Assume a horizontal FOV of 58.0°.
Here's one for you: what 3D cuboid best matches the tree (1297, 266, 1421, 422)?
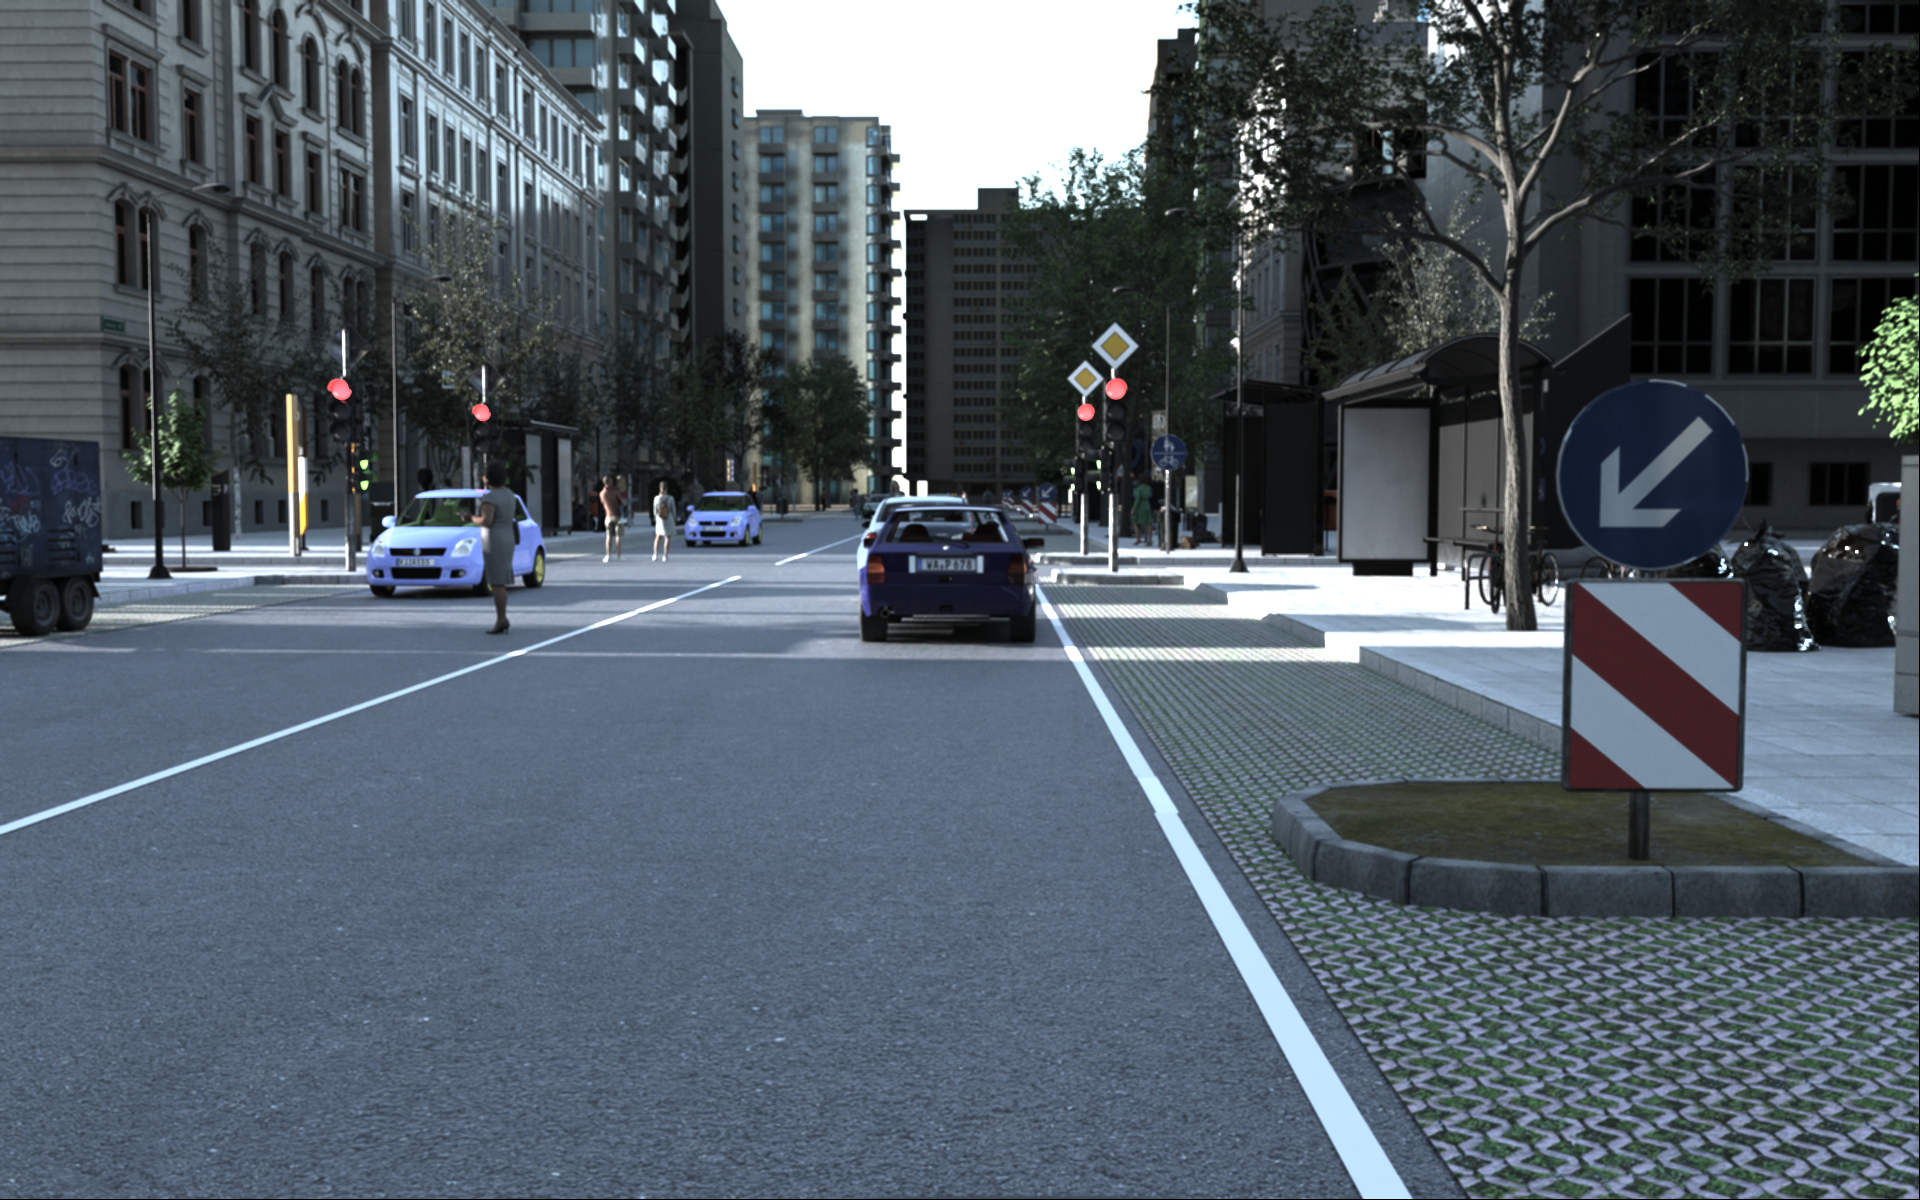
[{"bbox_3d":[13.211,-6.501,56.661,4.737,8.622,4.395,0,3,0],"label":"tree"}]

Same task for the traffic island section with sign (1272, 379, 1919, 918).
[{"bbox_3d":[2.296,0.114,6.768,1.989,1.847,2.006,0,4,1],"label":"traffic island section with sign"}]

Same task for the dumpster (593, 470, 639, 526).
[{"bbox_3d":[-13.918,-4.131,70.031,1.502,2.255,1.985,0,4,1],"label":"dumpster"}]

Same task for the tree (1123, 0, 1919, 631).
[{"bbox_3d":[4.970,-4.998,16.125,7.601,10.594,8.767,1,4,13],"label":"tree"}]

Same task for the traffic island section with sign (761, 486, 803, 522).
[{"bbox_3d":[-9.045,-4.873,88.301,1.989,1.847,2.006,0,4,1],"label":"traffic island section with sign"}]

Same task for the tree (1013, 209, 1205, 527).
[{"bbox_3d":[6.110,-9.154,67.789,7.486,12.596,7.792,0,3,0],"label":"tree"}]

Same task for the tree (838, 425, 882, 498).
[{"bbox_3d":[-11.745,-15.360,185.547,7.601,10.594,8.767,1,4,20],"label":"tree"}]

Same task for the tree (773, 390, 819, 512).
[{"bbox_3d":[-11.971,-10.548,122.828,4.737,8.622,4.395,0,3,0],"label":"tree"}]

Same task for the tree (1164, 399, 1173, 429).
[{"bbox_3d":[13.631,-9.530,106.177,4.360,8.622,3.978,0,3,0],"label":"tree"}]

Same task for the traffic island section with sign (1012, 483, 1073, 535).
[{"bbox_3d":[2.945,-3.208,61.081,1.989,1.847,2.006,0,4,1],"label":"traffic island section with sign"}]

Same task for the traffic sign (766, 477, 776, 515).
[{"bbox_3d":[-11.473,-6.312,105.337,0.606,2.300,0.079,0,4,3],"label":"traffic sign"}]

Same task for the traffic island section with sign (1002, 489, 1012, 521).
[{"bbox_3d":[3.276,-4.888,88.545,1.989,1.847,2.006,0,4,1],"label":"traffic island section with sign"}]

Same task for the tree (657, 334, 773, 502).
[{"bbox_3d":[-12.060,-7.960,80.505,4.737,8.622,4.395,0,3,0],"label":"tree"}]

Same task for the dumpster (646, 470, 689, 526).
[{"bbox_3d":[-11.850,-4.141,70.199,1.502,2.255,1.985,0,4,1],"label":"dumpster"}]

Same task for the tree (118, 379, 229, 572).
[{"bbox_3d":[-12.894,-2.099,28.922,1.663,3.219,1.824,0,3,0],"label":"tree"}]

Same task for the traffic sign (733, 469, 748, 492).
[{"bbox_3d":[-11.096,-5.354,87.646,0.768,2.556,0.104,0,4,2],"label":"traffic sign"}]

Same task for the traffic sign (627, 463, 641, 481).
[{"bbox_3d":[-13.636,-4.385,71.690,0.884,2.594,0.081,1,4,9],"label":"traffic sign"}]

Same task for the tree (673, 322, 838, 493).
[{"bbox_3d":[-12.267,-9.818,94.934,7.601,10.594,8.767,-2,4,-31],"label":"tree"}]

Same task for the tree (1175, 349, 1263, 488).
[{"bbox_3d":[13.516,-8.345,86.807,4.360,8.622,3.978,0,3,0],"label":"tree"}]

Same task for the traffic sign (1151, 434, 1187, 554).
[{"bbox_3d":[4.457,-2.258,37.026,0.768,2.556,0.104,0,4,4],"label":"traffic sign"}]

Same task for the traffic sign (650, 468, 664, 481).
[{"bbox_3d":[-15.018,-5.252,85.983,0.768,2.556,0.104,0,4,7],"label":"traffic sign"}]

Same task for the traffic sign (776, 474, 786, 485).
[{"bbox_3d":[-11.600,-6.826,111.331,0.795,2.593,0.064,0,4,6],"label":"traffic sign"}]

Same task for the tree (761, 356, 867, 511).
[{"bbox_3d":[-11.047,-12.612,131.954,9.928,11.665,9.643,0,3,0],"label":"tree"}]

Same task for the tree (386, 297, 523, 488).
[{"bbox_3d":[-19.215,-6.983,64.526,4.737,8.622,4.395,0,3,0],"label":"tree"}]

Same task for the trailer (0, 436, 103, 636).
[{"bbox_3d":[-9.906,-0.607,16.974,1.471,1.999,3.904,0,4,2],"label":"trailer"}]

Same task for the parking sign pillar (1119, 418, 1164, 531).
[{"bbox_3d":[6.350,-4.436,61.009,1.447,3.967,1.447,-1,4,-19],"label":"parking sign pillar"}]

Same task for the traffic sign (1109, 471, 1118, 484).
[{"bbox_3d":[8.488,-5.947,97.335,0.768,2.556,0.104,0,4,2],"label":"traffic sign"}]

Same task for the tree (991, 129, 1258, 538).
[{"bbox_3d":[4.813,-7.647,50.785,9.928,11.665,9.643,0,3,0],"label":"tree"}]

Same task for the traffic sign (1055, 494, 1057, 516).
[{"bbox_3d":[5.691,-6.277,102.737,0.768,2.556,0.104,0,4,2],"label":"traffic sign"}]

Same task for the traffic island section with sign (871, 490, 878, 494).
[{"bbox_3d":[-8.113,-9.615,165.827,1.989,1.847,2.006,0,4,1],"label":"traffic island section with sign"}]

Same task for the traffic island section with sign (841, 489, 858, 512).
[{"bbox_3d":[-8.444,-7.943,138.499,1.989,1.847,2.006,0,4,1],"label":"traffic island section with sign"}]

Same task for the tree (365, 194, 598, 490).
[{"bbox_3d":[-11.821,-5.646,42.674,4.360,8.622,3.978,0,3,0],"label":"tree"}]

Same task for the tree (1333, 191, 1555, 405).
[{"bbox_3d":[11.953,-5.621,42.273,4.360,8.622,3.978,0,3,0],"label":"tree"}]

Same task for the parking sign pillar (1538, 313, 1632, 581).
[{"bbox_3d":[9.341,-2.298,26.043,1.447,3.967,1.447,0,4,-7],"label":"parking sign pillar"}]

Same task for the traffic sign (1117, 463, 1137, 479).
[{"bbox_3d":[5.622,-3.637,59.473,0.884,2.594,0.081,1,4,9],"label":"traffic sign"}]

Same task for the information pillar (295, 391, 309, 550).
[{"bbox_3d":[-14.977,-2.939,39.407,0.183,3.616,0.504,-3,4,-39],"label":"information pillar"}]

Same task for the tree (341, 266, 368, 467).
[{"bbox_3d":[-18.815,-6.330,53.857,4.360,8.622,3.978,0,3,0],"label":"tree"}]

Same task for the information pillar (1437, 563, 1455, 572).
[{"bbox_3d":[8.044,-1.488,28.814,0.304,2.012,0.304,-3,5,-41],"label":"information pillar"}]

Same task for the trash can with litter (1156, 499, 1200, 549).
[{"bbox_3d":[5.124,-1.788,40.622,1.055,1.170,0.624,2,4,31],"label":"trash can with litter"}]

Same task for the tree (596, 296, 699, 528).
[{"bbox_3d":[-12.398,-7.043,65.515,4.360,8.622,3.978,0,3,0],"label":"tree"}]

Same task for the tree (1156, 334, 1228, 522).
[{"bbox_3d":[10.494,-7.953,80.397,4.737,8.622,4.395,0,3,0],"label":"tree"}]

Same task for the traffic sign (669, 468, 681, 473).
[{"bbox_3d":[-13.947,-5.151,84.318,0.768,2.556,0.104,0,4,6],"label":"traffic sign"}]

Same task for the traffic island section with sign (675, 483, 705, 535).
[{"bbox_3d":[-9.375,-3.218,61.238,1.989,1.847,2.006,0,4,1],"label":"traffic island section with sign"}]

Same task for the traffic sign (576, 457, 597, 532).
[{"bbox_3d":[-12.685,-3.601,58.980,0.768,2.556,0.104,0,4,1],"label":"traffic sign"}]

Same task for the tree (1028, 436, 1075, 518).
[{"bbox_3d":[5.651,-7.068,99.271,4.285,4.588,4.351,0,3,0],"label":"tree"}]
